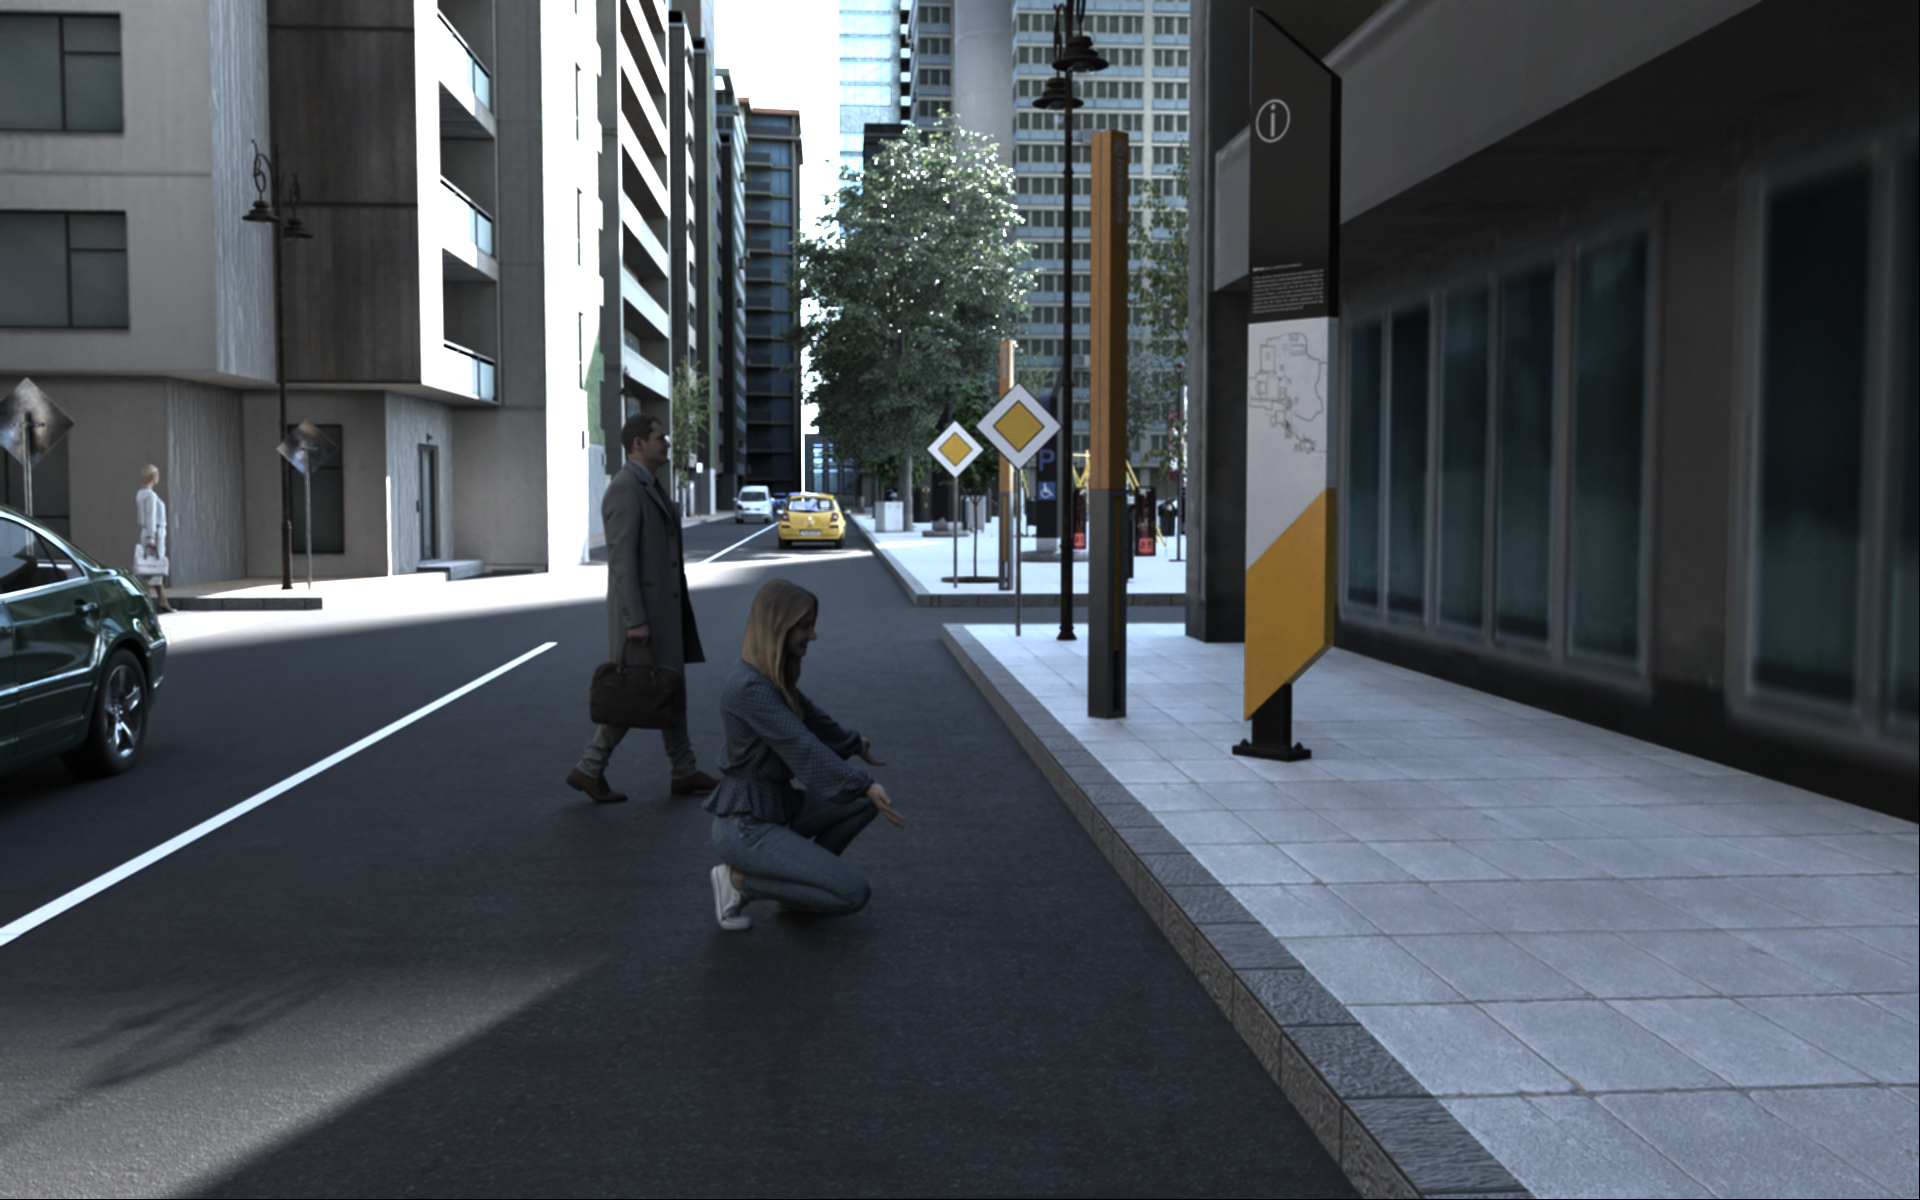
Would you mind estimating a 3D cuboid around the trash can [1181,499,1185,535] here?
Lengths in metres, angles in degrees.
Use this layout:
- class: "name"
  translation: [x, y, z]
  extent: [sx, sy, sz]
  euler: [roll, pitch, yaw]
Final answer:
- class: "trash can"
  translation: [7.204, -2.630, 54.648]
  extent: [0.748, 1.137, 0.748]
  euler: [0, 3, 0]

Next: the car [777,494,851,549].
- class: "car"
  translation: [-3.951, -2.222, 46.549]
  extent: [2.015, 1.641, 3.980]
  euler: [0, 4, -3]

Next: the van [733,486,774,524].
- class: "van"
  translation: [-10.148, -4.791, 85.338]
  extent: [2.013, 2.044, 4.112]
  euler: [0, 4, -4]

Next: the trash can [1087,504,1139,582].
- class: "trash can"
  translation: [2.227, -0.829, 25.206]
  extent: [0.748, 1.137, 0.748]
  euler: [0, 3, 0]

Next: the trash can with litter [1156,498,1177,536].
- class: "trash can with litter"
  translation: [6.052, -2.511, 52.435]
  extent: [1.055, 1.170, 0.624]
  euler: [3, 4, 36]

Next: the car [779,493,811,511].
- class: "car"
  translation: [-7.652, -4.470, 82.668]
  extent: [1.945, 1.707, 3.694]
  euler: [0, 4, -6]

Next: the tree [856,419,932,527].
- class: "tree"
  translation: [-2.335, -5.140, 67.757]
  extent: [4.285, 4.588, 4.351]
  euler: [0, 3, 0]

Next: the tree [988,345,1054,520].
- class: "tree"
  translation: [2.838, -8.219, 84.737]
  extent: [4.737, 8.622, 4.395]
  euler: [0, 3, 0]

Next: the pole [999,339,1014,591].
- class: "pole"
  translation: [0.615, -1.783, 22.996]
  extent: [0.158, 3.312, 0.155]
  euler: [0, 3, 0]

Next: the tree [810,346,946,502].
- class: "tree"
  translation: [-4.485, -10.106, 99.649]
  extent: [8.767, 10.594, 7.601]
  euler: [-2, 4, -24]

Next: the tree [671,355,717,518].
- class: "tree"
  translation: [-14.751, -8.597, 90.926]
  extent: [4.737, 8.622, 4.395]
  euler: [0, 3, 0]

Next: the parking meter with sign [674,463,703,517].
- class: "parking meter with sign"
  translation: [-15.310, -6.183, 97.360]
  extent: [1.738, 3.016, 0.543]
  euler: [2, 4, 32]

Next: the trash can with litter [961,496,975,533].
- class: "trash can with litter"
  translation: [0.331, -2.852, 57.690]
  extent: [1.678, 1.210, 2.233]
  euler: [1, 4, 8]

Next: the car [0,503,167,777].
- class: "car"
  translation: [-5.084, 0.265, 7.459]
  extent: [2.131, 1.459, 4.920]
  euler: [0, 4, -4]

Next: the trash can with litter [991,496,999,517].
- class: "trash can with litter"
  translation: [1.916, -5.281, 97.738]
  extent: [0.624, 1.170, 1.055]
  euler: [3, 4, 38]

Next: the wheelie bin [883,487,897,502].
- class: "wheelie bin"
  translation: [-3.153, -4.451, 80.678]
  extent: [0.980, 1.594, 0.693]
  euler: [3, 5, 43]

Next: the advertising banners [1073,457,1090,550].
- class: "advertising banners"
  translation: [2.723, -2.683, 40.055]
  extent: [2.074, 3.025, 0.090]
  euler: [-3, 5, -40]

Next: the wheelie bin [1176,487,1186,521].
- class: "wheelie bin"
  translation: [10.172, -4.271, 77.734]
  extent: [0.980, 1.594, 0.693]
  euler: [1, 4, 9]

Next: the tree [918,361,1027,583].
- class: "tree"
  translation: [0.117, -1.886, 25.437]
  extent: [1.663, 3.219, 1.824]
  euler: [0, 3, 0]

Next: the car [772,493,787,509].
- class: "car"
  translation: [-16.820, -9.296, 161.581]
  extent: [1.945, 1.707, 3.694]
  euler: [0, 4, -4]

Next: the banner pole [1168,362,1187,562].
- class: "banner pole"
  translation: [4.303, -2.636, 33.118]
  extent: [0.401, 3.779, 0.863]
  euler: [2, 4, 34]

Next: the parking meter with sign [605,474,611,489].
- class: "parking meter with sign"
  translation: [-13.192, -4.137, 63.907]
  extent: [0.543, 3.016, 1.738]
  euler: [1, 4, 19]

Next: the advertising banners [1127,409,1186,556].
- class: "advertising banners"
  translation: [3.795, -2.416, 35.684]
  extent: [2.074, 3.025, 0.090]
  euler: [-1, 4, -20]

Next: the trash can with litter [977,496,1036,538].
- class: "trash can with litter"
  translation: [1.947, -2.487, 51.723]
  extent: [2.233, 1.210, 1.678]
  euler: [3, 4, 38]

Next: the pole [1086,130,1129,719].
- class: "pole"
  translation: [0.846, -0.980, 9.872]
  extent: [0.158, 3.312, 0.155]
  euler: [0, 3, 0]

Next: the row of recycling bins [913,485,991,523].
- class: "row of recycling bins"
  translation: [-0.355, -4.288, 77.214]
  extent: [3.534, 1.692, 1.069]
  euler: [0, 4, 2]

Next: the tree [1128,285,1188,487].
- class: "tree"
  translation: [8.275, -6.608, 58.396]
  extent: [4.360, 8.622, 3.978]
  euler: [0, 3, 0]

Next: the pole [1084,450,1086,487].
- class: "pole"
  translation: [5.815, -5.260, 79.844]
  extent: [0.158, 3.312, 0.155]
  euler: [0, 3, 0]

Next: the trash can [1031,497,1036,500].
- class: "trash can"
  translation: [4.131, -5.256, 97.589]
  extent: [0.748, 1.137, 0.748]
  euler: [0, 3, 0]

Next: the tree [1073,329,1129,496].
- class: "tree"
  translation: [6.923, -7.487, 72.771]
  extent: [4.360, 8.622, 3.978]
  euler: [0, 3, 0]

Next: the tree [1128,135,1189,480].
- class: "tree"
  translation: [4.521, -4.764, 28.247]
  extent: [4.737, 8.622, 4.395]
  euler: [0, 3, 0]

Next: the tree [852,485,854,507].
- class: "tree"
  translation: [-10.378, -11.095, 176.003]
  extent: [1.663, 3.219, 1.824]
  euler: [0, 3, 0]

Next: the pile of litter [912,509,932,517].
- class: "pile of litter"
  translation: [-1.845, -5.166, 98.429]
  extent: [1.719, 0.858, 1.176]
  euler: [3, 4, 36]

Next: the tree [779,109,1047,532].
- class: "tree"
  translation: [-1.961, -9.304, 58.782]
  extent: [9.857, 13.997, 8.962]
  euler: [0, 3, 0]

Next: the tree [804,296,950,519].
- class: "tree"
  translation: [-4.290, -10.034, 89.809]
  extent: [9.928, 11.665, 9.643]
  euler: [0, 3, 0]
